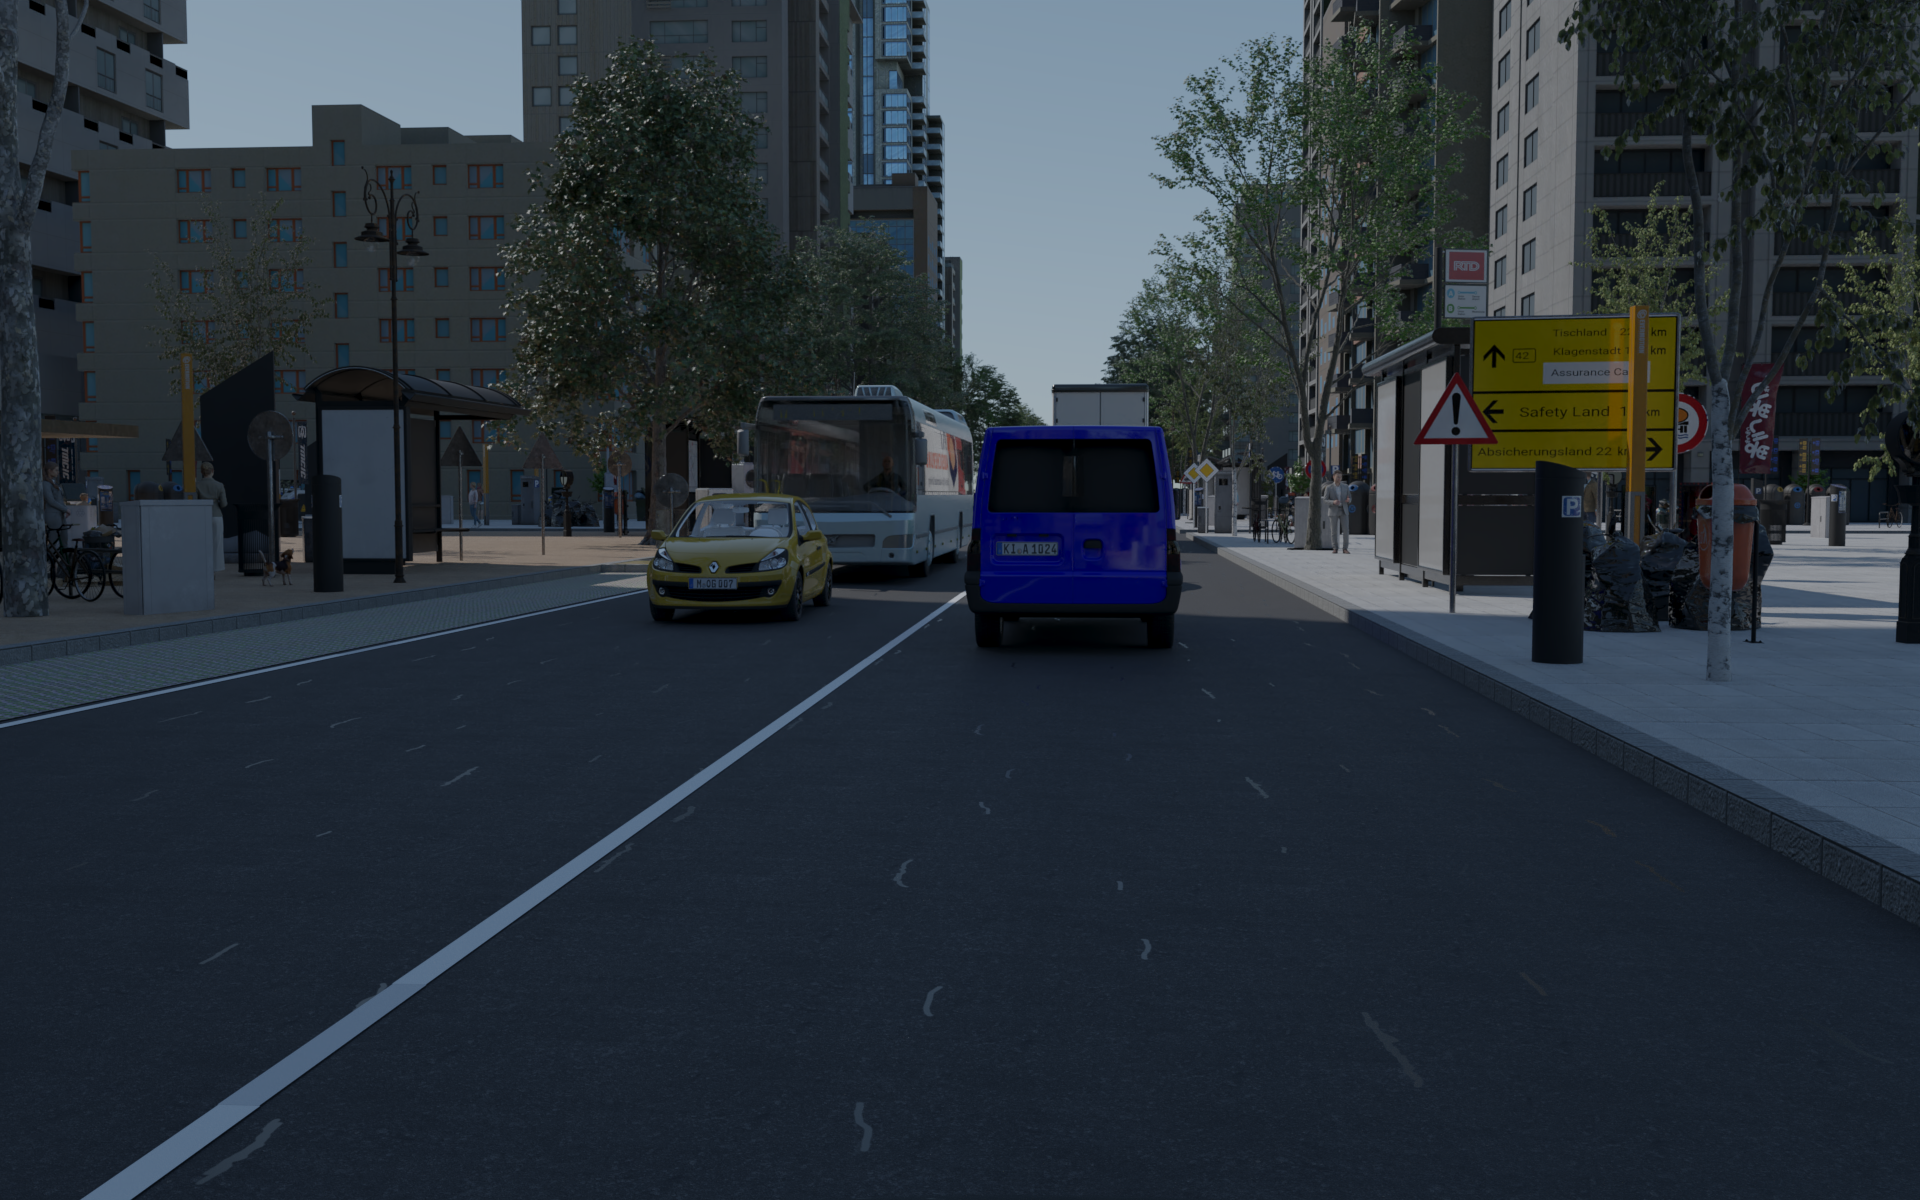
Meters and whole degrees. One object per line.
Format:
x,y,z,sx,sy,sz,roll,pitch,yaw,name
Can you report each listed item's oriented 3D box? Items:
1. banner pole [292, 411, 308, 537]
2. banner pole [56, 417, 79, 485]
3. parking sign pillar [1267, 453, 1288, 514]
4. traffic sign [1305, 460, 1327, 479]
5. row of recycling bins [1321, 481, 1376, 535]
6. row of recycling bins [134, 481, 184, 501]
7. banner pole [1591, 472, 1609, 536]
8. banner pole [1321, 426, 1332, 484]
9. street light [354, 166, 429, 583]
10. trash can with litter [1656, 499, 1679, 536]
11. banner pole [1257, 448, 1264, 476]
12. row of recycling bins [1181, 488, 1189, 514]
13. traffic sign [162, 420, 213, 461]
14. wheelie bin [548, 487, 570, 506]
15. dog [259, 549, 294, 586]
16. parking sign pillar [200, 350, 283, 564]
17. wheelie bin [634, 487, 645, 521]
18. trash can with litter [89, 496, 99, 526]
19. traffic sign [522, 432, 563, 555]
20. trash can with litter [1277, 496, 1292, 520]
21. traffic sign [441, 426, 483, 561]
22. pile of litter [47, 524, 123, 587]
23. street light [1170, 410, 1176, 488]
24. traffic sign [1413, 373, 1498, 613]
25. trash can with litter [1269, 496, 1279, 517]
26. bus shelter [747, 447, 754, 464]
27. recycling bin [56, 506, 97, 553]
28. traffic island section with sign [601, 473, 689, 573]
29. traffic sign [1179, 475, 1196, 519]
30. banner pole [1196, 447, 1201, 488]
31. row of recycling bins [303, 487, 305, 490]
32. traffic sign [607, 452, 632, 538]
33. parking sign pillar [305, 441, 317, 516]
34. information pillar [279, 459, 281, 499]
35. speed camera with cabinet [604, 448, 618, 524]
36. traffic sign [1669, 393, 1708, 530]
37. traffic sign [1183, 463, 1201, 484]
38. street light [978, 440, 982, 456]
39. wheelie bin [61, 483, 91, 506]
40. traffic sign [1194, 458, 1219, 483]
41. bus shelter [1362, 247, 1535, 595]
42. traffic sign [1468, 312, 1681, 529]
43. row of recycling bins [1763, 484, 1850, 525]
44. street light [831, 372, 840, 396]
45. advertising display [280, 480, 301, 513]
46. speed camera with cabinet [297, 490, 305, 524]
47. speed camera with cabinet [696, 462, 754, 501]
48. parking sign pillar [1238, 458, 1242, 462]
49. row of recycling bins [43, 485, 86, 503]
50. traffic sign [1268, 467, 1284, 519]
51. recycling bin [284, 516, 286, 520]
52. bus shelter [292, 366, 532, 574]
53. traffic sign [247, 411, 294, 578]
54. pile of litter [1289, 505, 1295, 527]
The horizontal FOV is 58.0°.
-20.033,-3.826,52.566,0.401,3.779,0.863,1,4,15,banner pole
-29.888,-4.146,57.801,0.863,3.779,0.401,-1,4,-19,banner pole
20.636,-7.606,112.830,1.447,3.967,1.447,0,4,3,parking sign pillar
12.841,-3.821,62.587,0.768,2.556,0.104,0,4,7,traffic sign
12.832,-2.890,54.357,3.534,1.692,1.069,3,5,42,row of recycling bins
-25.626,-3.054,57.043,1.069,1.692,3.534,2,4,24,row of recycling bins
19.572,-3.850,52.969,0.863,3.779,0.401,1,4,9,banner pole
13.313,-4.483,63.317,0.863,3.779,0.401,-1,4,-14,banner pole
-8.104,-3.185,24.868,0.468,5.910,1.993,0,4,5,street light
16.026,-1.659,38.508,1.055,1.170,0.624,0,4,3,trash can with litter
16.299,-6.360,94.002,0.401,3.779,0.863,3,5,40,banner pole
14.500,-6.566,114.467,1.069,1.692,3.534,-2,4,-35,row of recycling bins
-12.442,-1.705,27.883,0.884,2.594,0.081,0,4,8,traffic sign
-17.708,-4.205,76.661,0.980,1.594,0.693,-1,4,-19,wheelie bin
-9.570,-0.455,24.272,0.406,0.507,0.540,-1,4,-15,dog
-13.507,-2.693,32.509,1.447,3.967,1.447,-1,4,-14,parking sign pillar
-14.990,-4.519,81.790,0.693,1.594,0.980,0,3,0,wheelie bin
-35.578,-3.622,70.274,2.233,1.210,1.678,0,4,6,trash can with litter
-8.766,-2.225,36.382,0.884,2.594,0.081,0,4,5,traffic sign
15.330,-4.314,81.924,0.624,1.170,1.055,1,4,18,trash can with litter
-9.585,-2.031,33.219,0.884,2.594,0.081,0,4,6,traffic sign
-12.109,-0.635,24.354,1.719,0.858,1.176,0,4,-1,pile of litter
11.709,-7.493,95.293,0.468,5.910,1.993,0,4,5,street light
5.316,-1.139,18.629,0.884,2.594,0.081,0,4,6,traffic sign
17.635,-5.228,96.528,1.678,1.210,2.233,0,4,-2,trash can with litter
-7.034,-4.691,67.983,1.731,3.624,6.357,0,4,5,bus shelter
-19.361,-1.551,37.918,0.722,1.027,0.722,-1,4,-14,recycling bin
-5.455,-1.447,32.282,1.989,1.847,2.006,0,4,5,traffic island section with sign
11.529,-5.360,87.646,0.884,2.594,0.081,1,4,12,traffic sign
12.571,-6.210,91.556,0.401,3.779,0.863,-1,4,-12,banner pole
-29.260,-4.446,79.812,1.069,1.692,3.534,0,4,5,row of recycling bins
-10.026,-3.113,51.011,0.768,2.556,0.104,1,4,9,traffic sign
-25.661,-4.968,69.699,1.447,3.967,1.447,0,4,-5,parking sign pillar
-23.018,-4.073,57.950,0.504,3.616,0.183,-1,4,-21,information pillar
-14.897,-4.872,73.999,0.660,3.252,2.038,0,4,-7,speed camera with cabinet
8.978,-1.327,21.804,0.768,2.556,0.104,1,4,13,traffic sign
8.672,-3.784,64.058,0.795,2.593,0.064,0,4,5,traffic sign
1.672,-10.339,141.825,0.468,5.910,1.993,0,4,5,street light
-26.312,-2.656,51.326,0.693,1.594,0.980,3,5,42,wheelie bin
8.005,-3.297,56.100,0.795,2.593,0.064,0,4,5,traffic sign
7.352,-2.956,25.970,2.179,5.291,8.768,0,4,5,bus shelter
6.962,-1.582,19.741,2.265,3.308,0.079,1,4,12,traffic sign
34.930,-3.950,71.689,3.534,1.692,1.069,0,4,2,row of recycling bins
-4.663,-5.662,65.369,0.468,5.910,1.993,0,4,5,street light
-29.713,-4.379,76.805,0.974,1.923,0.123,-2,4,-31,advertising display
-27.240,-4.843,73.514,2.038,3.252,0.660,1,4,21,speed camera with cabinet
-6.712,-3.420,50.260,0.660,3.252,2.038,3,5,41,speed camera with cabinet
21.086,-8.494,127.350,1.447,3.967,1.447,0,4,-5,parking sign pillar
-39.851,-4.262,76.798,1.069,1.692,3.534,1,4,18,row of recycling bins
14.736,-4.937,80.833,0.768,2.556,0.104,1,4,13,traffic sign
-30.485,-4.021,78.291,0.722,1.027,0.722,0,4,8,recycling bin
-9.326,-2.214,30.119,2.014,3.302,5.546,0,4,5,bus shelter
-10.558,-1.615,26.518,0.768,2.556,0.104,1,4,10,traffic sign
13.463,-3.319,68.234,1.176,0.858,1.719,0,4,-7,pile of litter
